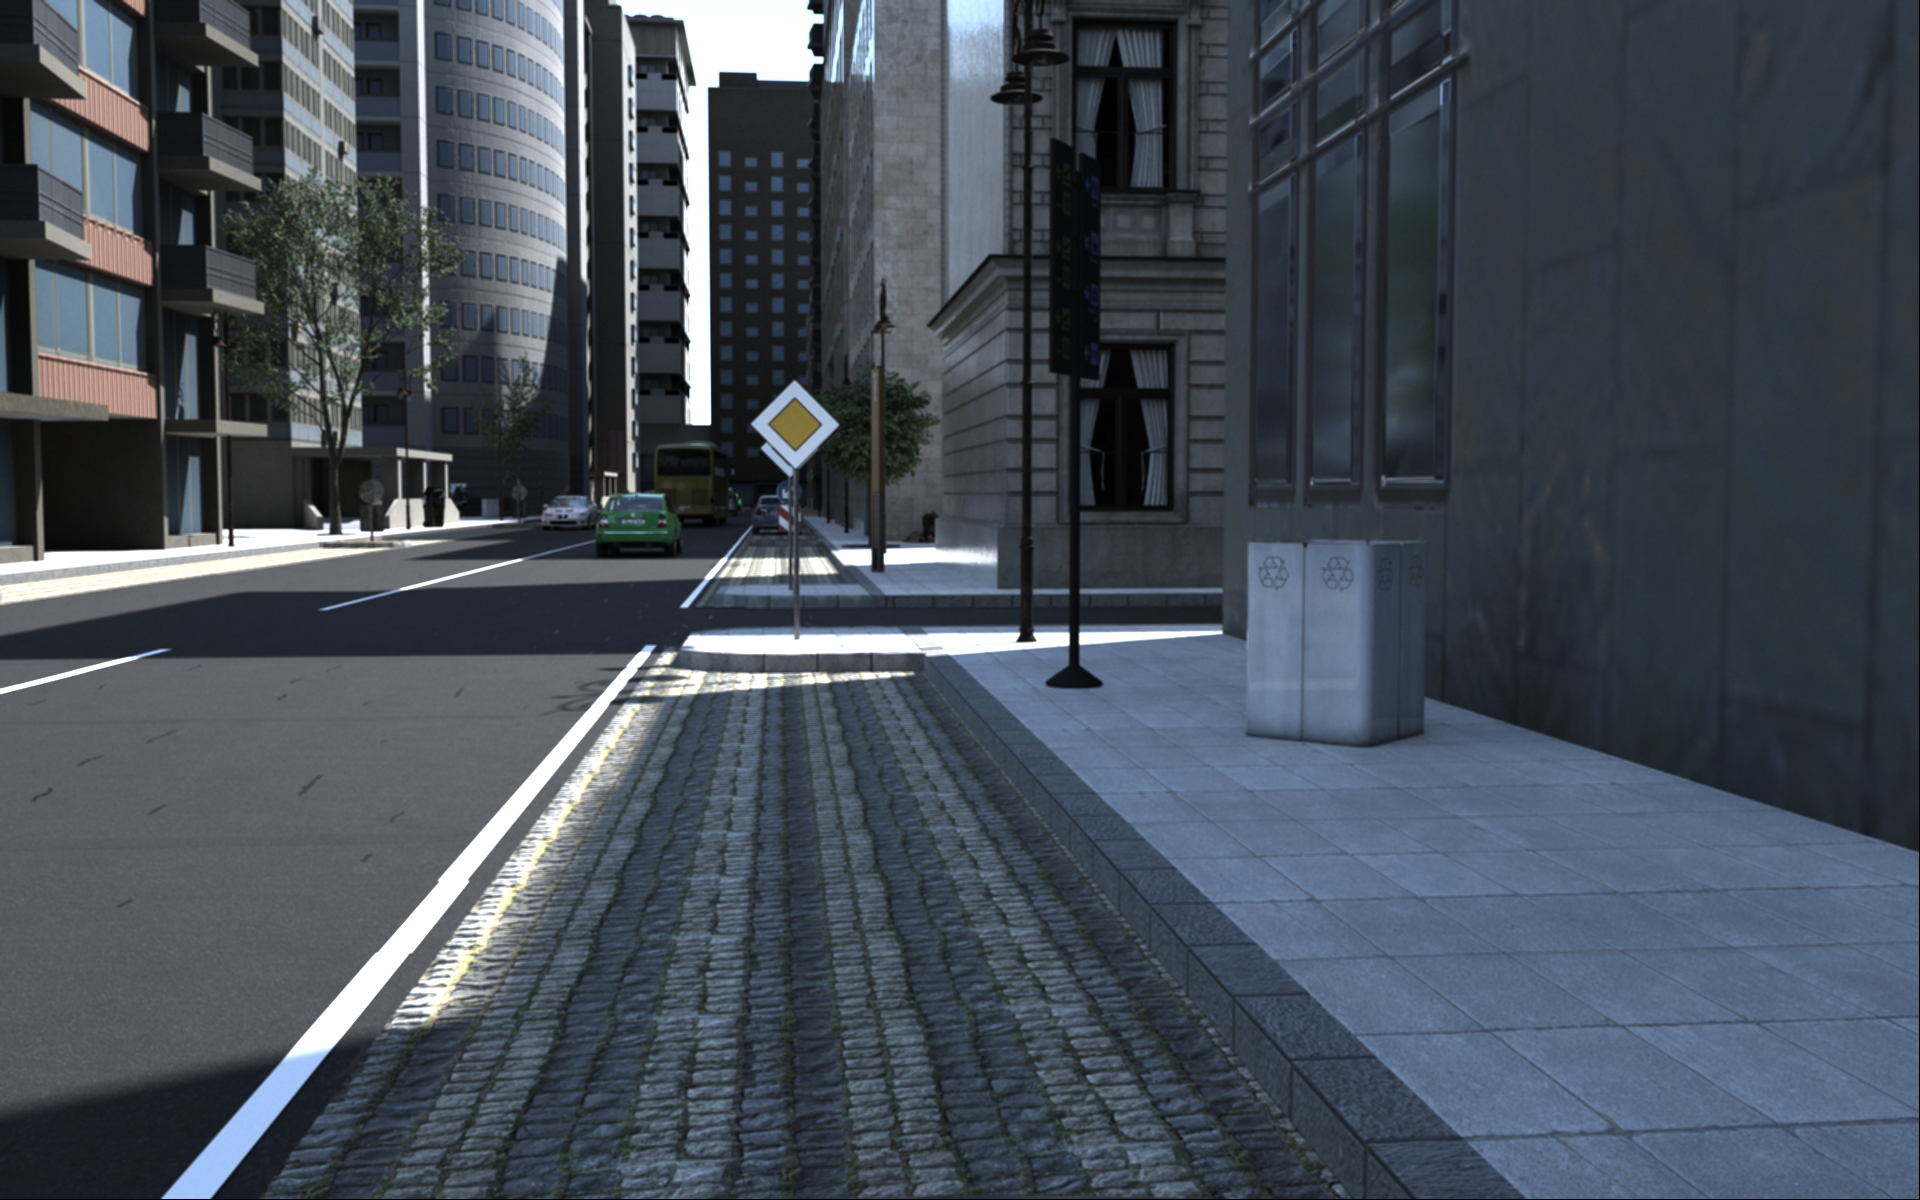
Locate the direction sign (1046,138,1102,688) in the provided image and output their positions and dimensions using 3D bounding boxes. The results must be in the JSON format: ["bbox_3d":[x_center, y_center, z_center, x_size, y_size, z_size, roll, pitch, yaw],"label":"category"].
[{"bbox_3d":[0.765,-1.193,11.507,0.379,3.537,0.876,2,4,24],"label":"direction sign"}]

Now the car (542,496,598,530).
[{"bbox_3d":[-15.879,-3.568,70.696,2.083,1.381,4.827,0,4,-5],"label":"car"}]

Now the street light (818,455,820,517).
[{"bbox_3d":[-7.875,-7.591,96.897,0.468,5.910,1.993,0,4,-6],"label":"street light"}]

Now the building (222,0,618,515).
[{"bbox_3d":[-43.782,-27.110,135.123,32.217,40.220,23.993,0,4,-6],"label":"building"}]

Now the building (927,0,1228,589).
[{"bbox_3d":[9.036,-10.016,28.390,19.286,19.102,10.561,0,4,-6],"label":"building"}]

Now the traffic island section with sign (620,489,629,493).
[{"bbox_3d":[-23.938,-7.046,123.830,1.989,1.847,2.006,0,4,-6],"label":"traffic island section with sign"}]

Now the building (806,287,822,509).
[{"bbox_3d":[-0.106,-19.293,160.484,27.650,21.520,28.899,0,4,-6],"label":"building"}]

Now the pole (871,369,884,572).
[{"bbox_3d":[-1.355,-2.116,28.443,0.158,3.312,0.155,0,3,0],"label":"pole"}]

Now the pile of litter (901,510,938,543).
[{"bbox_3d":[-1.040,-1.966,46.116,1.176,0.858,1.719,1,4,19],"label":"pile of litter"}]

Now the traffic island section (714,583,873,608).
[{"bbox_3d":[-2.245,-0.055,23.186,2.009,0.180,2.903,0,4,-6],"label":"traffic island section"}]

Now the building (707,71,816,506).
[{"bbox_3d":[-19.755,-32.884,187.768,14.200,45.320,14.600,0,4,-6],"label":"building"}]

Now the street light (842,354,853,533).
[{"bbox_3d":[-3.754,-5.159,57.130,0.468,5.910,1.993,0,4,-6],"label":"street light"}]

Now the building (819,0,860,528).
[{"bbox_3d":[3.495,-16.946,81.585,19.350,26.468,34.151,0,4,-6],"label":"building"}]

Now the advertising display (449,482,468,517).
[{"bbox_3d":[-27.752,-5.545,95.879,0.974,1.923,0.123,-1,4,-18],"label":"advertising display"}]

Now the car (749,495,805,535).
[{"bbox_3d":[-6.559,-3.060,62.028,2.014,1.417,4.499,0,4,-6],"label":"car"}]

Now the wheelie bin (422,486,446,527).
[{"bbox_3d":[-20.269,-3.605,66.853,0.693,1.594,0.980,2,4,34],"label":"wheelie bin"}]

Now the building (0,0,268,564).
[{"bbox_3d":[-27.423,-23.166,33.383,22.147,44.769,28.867,0,4,-6],"label":"building"}]

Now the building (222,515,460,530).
[{"bbox_3d":[-37.497,-22.945,67.031,32.217,40.220,23.993,0,4,-6],"label":"building"}]

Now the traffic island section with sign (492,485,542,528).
[{"bbox_3d":[-18.656,-3.957,73.322,1.989,1.847,2.006,0,4,-6],"label":"traffic island section with sign"}]

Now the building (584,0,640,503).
[{"bbox_3d":[-41.196,-32.776,159.586,21.600,48.544,21.300,0,4,-6],"label":"building"}]

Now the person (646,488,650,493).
[{"bbox_3d":[-20.790,-6.533,115.189,0.709,1.838,0.599,0,4,-4],"label":"person"}]

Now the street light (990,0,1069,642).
[{"bbox_3d":[0.580,-2.574,14.876,0.468,5.910,1.993,0,4,-6],"label":"street light"}]

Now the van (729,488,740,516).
[{"bbox_3d":[-15.533,-6.559,114.257,2.013,2.044,4.112,0,4,-5],"label":"van"}]

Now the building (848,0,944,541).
[{"bbox_3d":[1.980,-12.277,55.477,10.420,20.320,16.860,0,4,-6],"label":"building"}]

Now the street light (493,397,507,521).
[{"bbox_3d":[-21.967,-6.731,82.831,0.468,5.910,1.993,0,4,-6],"label":"street light"}]

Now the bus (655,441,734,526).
[{"bbox_3d":[-12.224,-5.414,80.061,2.896,3.916,12.252,0,4,-4],"label":"bus"}]

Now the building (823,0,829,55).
[{"bbox_3d":[-1.465,-28.068,109.021,14.600,45.320,14.200,0,4,-6],"label":"building"}]

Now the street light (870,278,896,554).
[{"bbox_3d":[-1.652,-3.943,37.251,0.468,5.910,1.993,0,4,-6],"label":"street light"}]

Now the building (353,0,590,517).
[{"bbox_3d":[-35.697,-34.639,108.344,21.231,58.520,28.212,0,4,-6],"label":"building"}]

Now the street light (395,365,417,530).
[{"bbox_3d":[-19.835,-5.462,62.093,0.468,5.910,1.993,0,4,-6],"label":"street light"}]

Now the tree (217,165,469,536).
[{"bbox_3d":[-19.439,-7.838,53.914,9.928,11.665,9.643,0,3,0],"label":"tree"}]

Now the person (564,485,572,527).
[{"bbox_3d":[-17.285,-4.157,76.438,0.573,1.828,0.580,-2,4,-34],"label":"person"}]

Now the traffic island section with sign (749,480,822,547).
[{"bbox_3d":[-4.810,-2.389,47.683,1.989,1.847,2.006,0,4,-6],"label":"traffic island section with sign"}]

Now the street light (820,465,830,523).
[{"bbox_3d":[-5.862,-6.374,77.009,0.468,5.910,1.993,0,4,-6],"label":"street light"}]

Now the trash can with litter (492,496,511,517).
[{"bbox_3d":[-25.471,-5.174,95.989,1.055,1.170,0.624,-3,5,-41],"label":"trash can with litter"}]

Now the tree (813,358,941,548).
[{"bbox_3d":[-2.095,-3.567,42.034,4.285,4.588,4.351,0,3,0],"label":"tree"}]

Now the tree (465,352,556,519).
[{"bbox_3d":[-22.933,-8.468,88.809,4.737,8.622,4.395,0,3,0],"label":"tree"}]

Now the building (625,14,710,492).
[{"bbox_3d":[-41.320,-36.872,192.091,27.495,52.752,28.713,0,4,-6],"label":"building"}]

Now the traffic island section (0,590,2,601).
[{"bbox_3d":[-13.625,0.017,22.007,2.009,0.180,2.903,0,4,-6],"label":"traffic island section"}]

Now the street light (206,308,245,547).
[{"bbox_3d":[-17.790,-4.240,42.107,0.468,5.910,1.993,0,4,-6],"label":"street light"}]

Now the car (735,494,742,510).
[{"bbox_3d":[-20.382,-8.892,154.184,1.959,1.807,4.718,0,4,-5],"label":"car"}]

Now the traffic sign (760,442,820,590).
[{"bbox_3d":[-2.268,-1.190,23.107,0.795,2.450,0.064,0,4,-6],"label":"traffic sign"}]

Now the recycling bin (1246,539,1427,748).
[{"bbox_3d":[2.003,0.204,9.213,0.722,1.027,0.722,3,5,39],"label":"recycling bin"}]

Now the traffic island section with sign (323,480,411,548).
[{"bbox_3d":[-15.864,-2.317,46.511,1.989,1.847,2.006,0,4,-6],"label":"traffic island section with sign"}]

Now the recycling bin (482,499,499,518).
[{"bbox_3d":[-25.136,-4.903,92.716,0.722,1.027,0.722,-3,4,-36],"label":"recycling bin"}]

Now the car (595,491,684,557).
[{"bbox_3d":[-7.528,-1.960,40.835,1.959,1.807,4.718,0,4,-6],"label":"car"}]

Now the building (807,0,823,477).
[{"bbox_3d":[-0.285,-29.122,130.771,22.147,44.769,28.867,0,4,-6],"label":"building"}]

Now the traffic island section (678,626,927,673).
[{"bbox_3d":[-1.416,0.430,15.244,2.009,0.180,2.903,0,4,-6],"label":"traffic island section"}]

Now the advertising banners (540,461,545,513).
[{"bbox_3d":[-22.638,-5.973,93.849,0.090,3.025,2.074,-1,4,-10],"label":"advertising banners"}]

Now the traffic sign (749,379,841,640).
[{"bbox_3d":[-1.439,-0.705,15.165,0.795,2.450,0.064,0,4,-6],"label":"traffic sign"}]

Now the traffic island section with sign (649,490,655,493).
[{"bbox_3d":[-26.735,-8.686,150.640,1.989,1.847,2.006,0,4,-6],"label":"traffic island section with sign"}]
